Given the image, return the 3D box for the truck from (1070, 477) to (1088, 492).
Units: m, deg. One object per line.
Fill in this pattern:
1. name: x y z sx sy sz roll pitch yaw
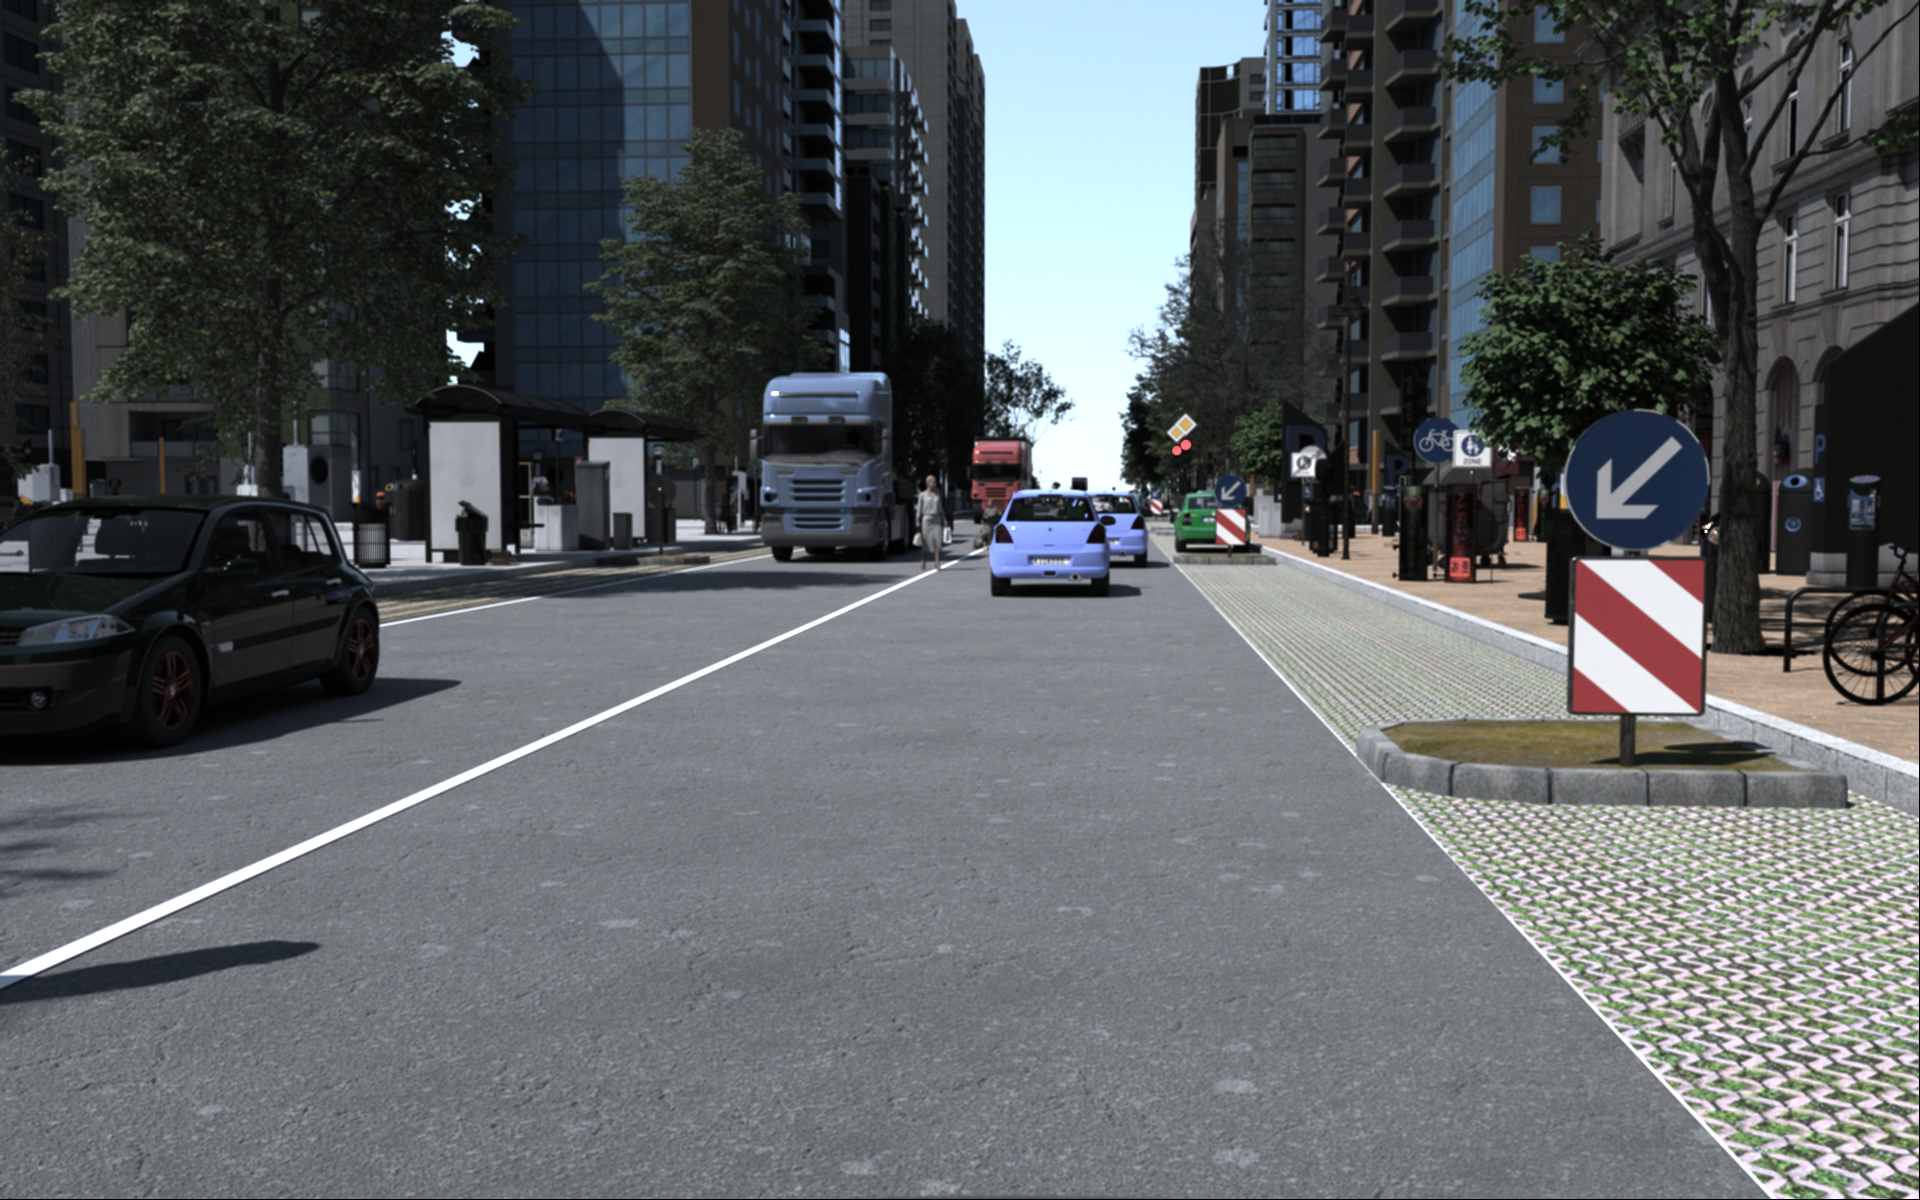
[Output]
1. truck: 20.247 -18.621 293.370 2.839 4.237 11.283 0 4 6

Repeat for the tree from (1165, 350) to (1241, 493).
1. tree: 12.227 -8.252 85.282 4.360 8.622 3.978 0 3 0

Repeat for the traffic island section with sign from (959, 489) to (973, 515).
1. traffic island section with sign: 0.956 -6.747 118.948 1.989 1.847 2.006 0 4 5

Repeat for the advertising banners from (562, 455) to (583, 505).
1. advertising banners: -17.970 -5.061 78.935 2.074 3.025 0.090 2 4 27

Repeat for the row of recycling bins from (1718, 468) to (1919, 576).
1. row of recycling bins: 13.552 -1.216 26.993 1.069 1.692 3.534 -3 4 -38

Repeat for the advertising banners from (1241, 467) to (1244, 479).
1. advertising banners: 17.929 -7.042 111.321 0.090 3.025 2.074 2 4 28

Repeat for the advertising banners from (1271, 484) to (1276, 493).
1. advertising banners: 17.007 -6.066 95.371 0.090 3.025 2.074 3 5 43

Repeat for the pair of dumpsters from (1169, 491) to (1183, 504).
1. pair of dumpsters: 17.870 -8.486 141.234 1.574 2.255 4.437 0 4 5

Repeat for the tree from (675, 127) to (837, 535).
1. tree: -7.704 -8.292 53.697 7.486 12.596 7.792 0 3 0

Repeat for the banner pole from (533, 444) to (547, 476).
1. banner pole: -20.855 -5.885 86.240 0.863 3.779 0.401 -2 4 -25

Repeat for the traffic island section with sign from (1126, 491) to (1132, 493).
1. traffic island section with sign: 12.472 -6.687 117.952 1.989 1.847 2.006 0 4 5

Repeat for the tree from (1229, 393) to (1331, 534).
1. tree: 10.416 -4.441 56.325 4.285 4.588 4.351 0 3 0

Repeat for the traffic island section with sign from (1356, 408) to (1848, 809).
1. traffic island section with sign: 3.108 -0.014 8.851 1.989 1.847 2.006 0 4 5

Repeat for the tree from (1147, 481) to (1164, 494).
1. tree: 22.039 -11.983 190.521 1.663 3.219 1.824 0 3 0

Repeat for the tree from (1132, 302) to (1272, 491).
1. tree: 14.753 -11.268 102.359 7.486 12.596 7.792 0 3 0

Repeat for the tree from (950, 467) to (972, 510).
1. tree: 0.278 -9.569 140.174 4.285 4.588 4.351 0 3 0

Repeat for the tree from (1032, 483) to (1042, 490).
1. tree: 13.357 -18.398 295.415 1.663 3.219 1.824 0 3 0

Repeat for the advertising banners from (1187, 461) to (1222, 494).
1. advertising banners: 13.043 -5.893 92.535 2.074 3.025 0.090 -1 4 -19

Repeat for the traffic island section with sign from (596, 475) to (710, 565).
1. traffic island section with sign: -6.215 -1.643 35.496 1.989 1.847 2.006 0 4 5

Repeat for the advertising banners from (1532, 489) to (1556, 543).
1. advertising banners: 15.042 -3.064 46.279 0.090 3.025 2.074 -2 4 -32

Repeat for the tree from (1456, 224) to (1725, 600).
1. tree: 7.592 -2.289 21.135 4.285 4.588 4.351 0 3 0

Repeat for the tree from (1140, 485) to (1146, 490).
1. tree: 29.021 -16.953 271.774 1.663 3.219 1.824 0 3 0

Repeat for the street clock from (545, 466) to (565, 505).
1. street clock: -10.537 -2.479 45.109 0.471 2.002 0.358 -1 4 -10

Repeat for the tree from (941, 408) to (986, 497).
1. tree: -0.157 -10.970 129.720 4.737 8.622 4.395 0 3 0

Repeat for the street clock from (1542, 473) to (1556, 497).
1. street clock: 17.347 -2.845 51.079 0.358 2.002 0.471 0 4 -7

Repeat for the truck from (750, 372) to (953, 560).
1. truck: -2.202 -3.332 44.230 2.967 4.110 18.799 0 4 5

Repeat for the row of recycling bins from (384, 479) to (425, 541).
1. row of recycling bins: -15.503 -2.546 48.735 1.069 1.692 3.534 -2 4 -25

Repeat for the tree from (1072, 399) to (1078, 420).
1. tree: 10.316 -23.400 238.471 12.611 20.169 13.585 0 3 0

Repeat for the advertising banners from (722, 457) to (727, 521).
1. advertising banners: -10.954 -5.175 80.801 0.090 3.025 2.074 0 4 -2

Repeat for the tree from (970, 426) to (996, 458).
1. tree: 2.850 -13.933 178.173 4.360 8.622 3.978 0 3 0

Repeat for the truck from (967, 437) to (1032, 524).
1. truck: 2.133 -5.982 86.724 2.839 4.237 11.283 0 4 5

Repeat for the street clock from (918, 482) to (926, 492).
1. street clock: -2.207 -5.911 101.222 0.471 2.002 0.358 1 4 18

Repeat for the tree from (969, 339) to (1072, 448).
1. tree: 6.622 -21.596 208.975 12.611 20.169 13.585 0 3 0

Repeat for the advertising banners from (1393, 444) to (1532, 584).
1. advertising banners: 7.181 -1.755 24.878 2.074 3.025 0.090 3 5 44

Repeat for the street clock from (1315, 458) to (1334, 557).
1. street clock: 7.418 -1.879 35.296 0.358 2.002 0.471 2 4 34

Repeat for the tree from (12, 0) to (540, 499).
1. tree: -9.548 -6.499 24.387 7.486 12.596 7.792 0 3 0

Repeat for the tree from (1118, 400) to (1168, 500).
1. tree: 23.859 -17.835 208.607 9.611 12.733 9.660 0 3 0

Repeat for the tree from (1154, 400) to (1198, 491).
1. tree: 16.784 -11.116 132.115 4.737 8.622 4.395 0 3 0

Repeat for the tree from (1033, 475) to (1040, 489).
1. tree: 10.376 -16.916 260.289 4.285 4.588 4.351 0 3 0

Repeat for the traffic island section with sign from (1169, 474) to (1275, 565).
1. traffic island section with sign: 5.414 -1.656 35.707 1.989 1.847 2.006 0 4 5

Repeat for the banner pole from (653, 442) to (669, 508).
1. banner pole: -13.124 -5.286 76.442 0.863 3.779 0.401 0 4 2

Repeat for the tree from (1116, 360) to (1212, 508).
1. tree: 19.029 -15.311 156.989 9.857 13.997 8.962 0 3 0

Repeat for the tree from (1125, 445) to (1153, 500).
1. tree: 31.040 -21.795 290.759 7.601 10.594 8.767 3 5 41

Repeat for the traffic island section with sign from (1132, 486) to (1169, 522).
1. traffic island section with sign: 10.085 -4.982 90.088 1.989 1.847 2.006 0 4 5

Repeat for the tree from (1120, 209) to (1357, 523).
1. tree: 11.991 -10.109 75.646 12.009 13.543 11.850 0 3 0

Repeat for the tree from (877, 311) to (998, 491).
1. tree: -2.139 -11.734 108.860 9.611 12.733 9.660 0 3 0

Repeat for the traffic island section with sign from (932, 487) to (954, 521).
1. traffic island section with sign: -1.353 -5.103 92.054 1.989 1.847 2.006 0 4 5

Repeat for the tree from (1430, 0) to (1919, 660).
1. tree: 6.135 -5.382 13.746 9.928 11.665 9.643 0 3 0

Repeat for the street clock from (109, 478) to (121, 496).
1. street clock: -37.108 -4.375 76.098 0.471 2.002 0.358 1 4 9

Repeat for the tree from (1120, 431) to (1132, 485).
1. tree: 27.266 -20.875 259.424 7.486 12.596 7.792 0 3 0
